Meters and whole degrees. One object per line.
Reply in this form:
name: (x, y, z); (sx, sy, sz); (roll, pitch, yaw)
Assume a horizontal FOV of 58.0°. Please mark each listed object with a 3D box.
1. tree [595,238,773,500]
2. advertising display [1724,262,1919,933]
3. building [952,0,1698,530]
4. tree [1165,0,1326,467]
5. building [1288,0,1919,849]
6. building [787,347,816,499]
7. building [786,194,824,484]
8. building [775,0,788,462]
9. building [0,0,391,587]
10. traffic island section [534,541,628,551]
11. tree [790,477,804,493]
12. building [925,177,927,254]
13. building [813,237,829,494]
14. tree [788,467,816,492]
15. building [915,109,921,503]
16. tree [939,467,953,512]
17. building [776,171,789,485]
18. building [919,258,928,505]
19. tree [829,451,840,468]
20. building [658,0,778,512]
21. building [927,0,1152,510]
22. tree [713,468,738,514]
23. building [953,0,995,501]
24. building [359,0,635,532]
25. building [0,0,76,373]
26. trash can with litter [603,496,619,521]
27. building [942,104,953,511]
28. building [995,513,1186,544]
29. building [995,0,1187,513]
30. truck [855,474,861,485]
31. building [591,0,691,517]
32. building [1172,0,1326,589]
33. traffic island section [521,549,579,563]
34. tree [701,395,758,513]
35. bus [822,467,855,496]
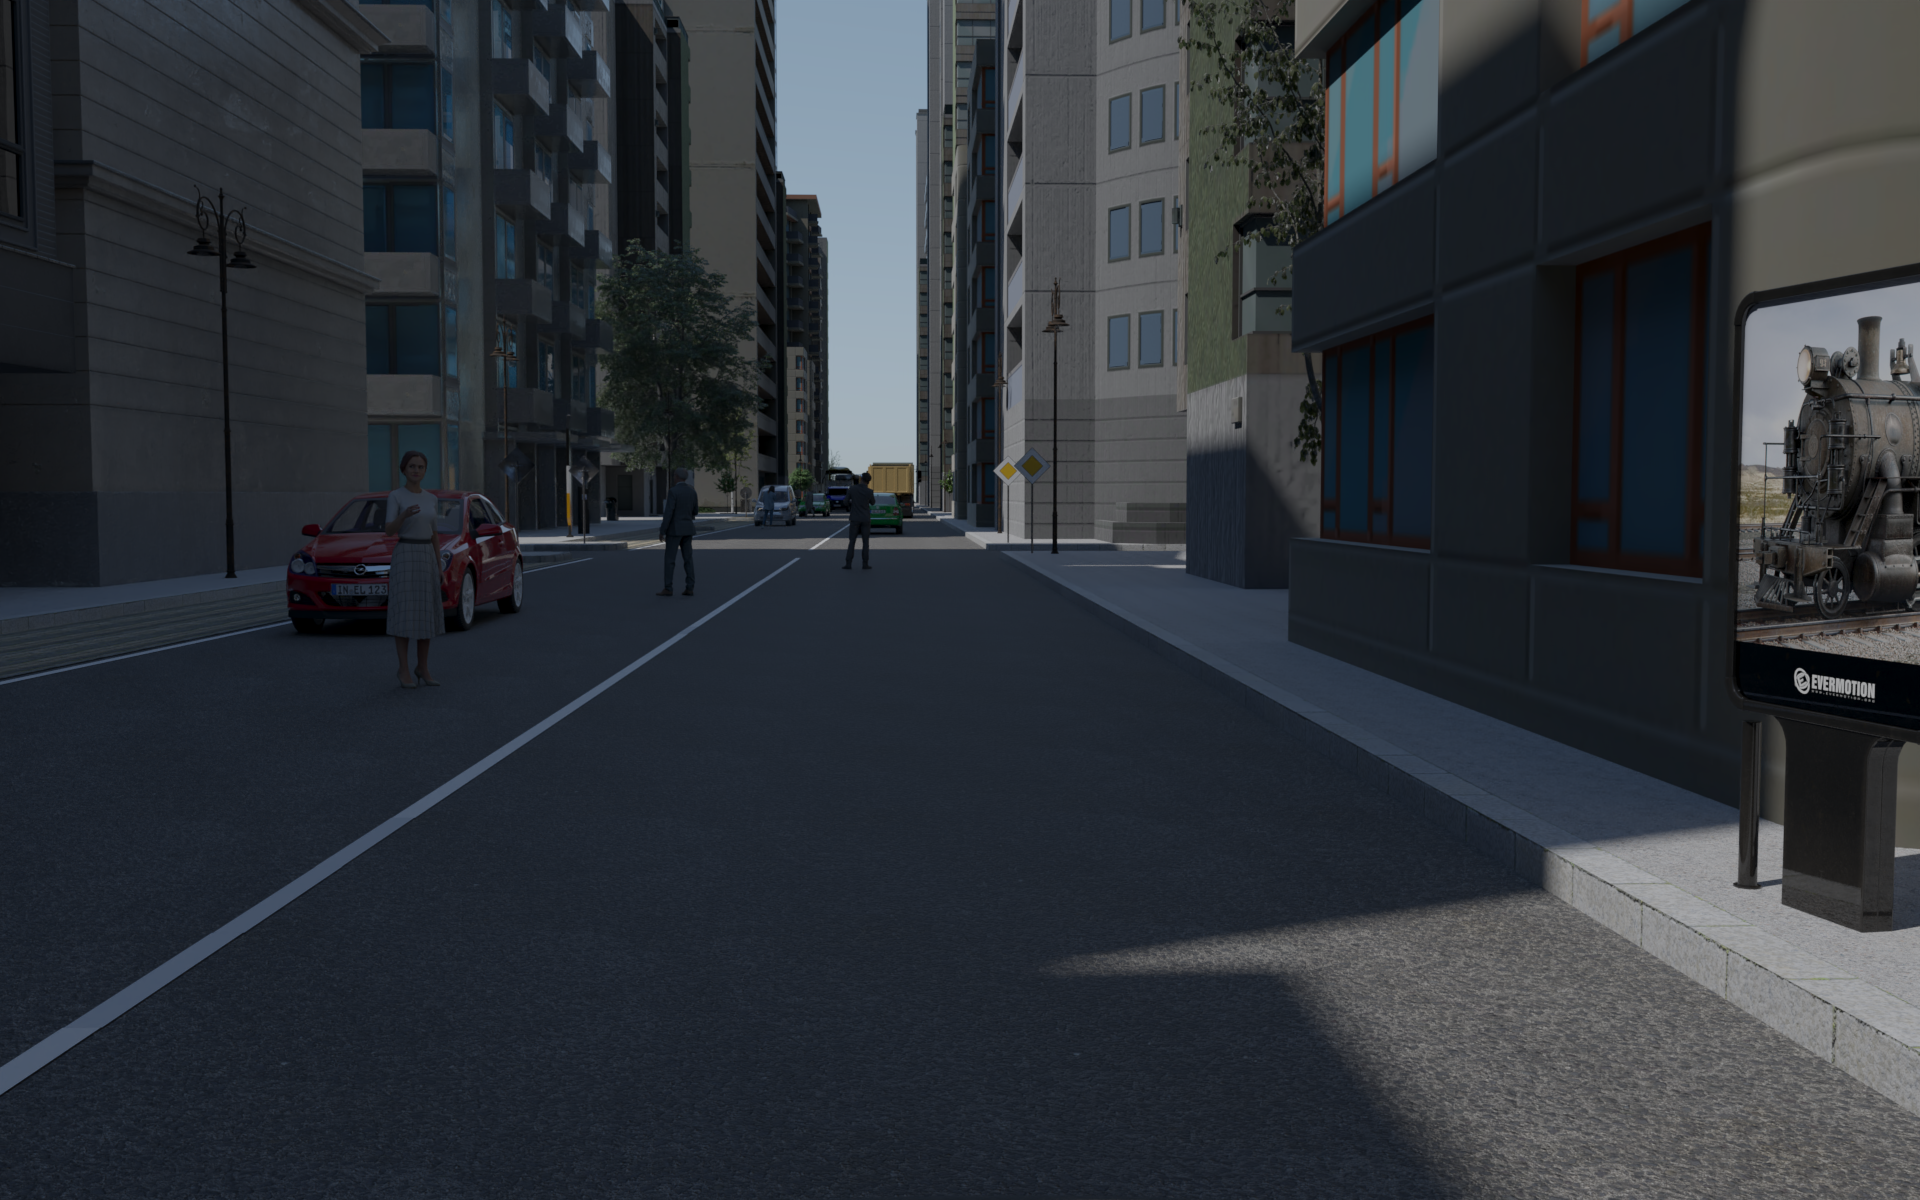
tree: (-14.358, -11.010, 86.664); (9.857, 13.997, 8.962); (0, 3, 0)
advertising display: (2.650, 0.002, 5.186); (0.123, 1.923, 0.974); (-1, 4, -11)
building: (13.902, -14.433, 81.023); (27.650, 21.520, 28.899); (0, 4, -2)
tree: (3.981, -4.103, 17.442); (4.360, 8.622, 3.978); (0, 3, 0)
building: (17.216, -9.513, 0.570); (27.650, 21.520, 28.899); (0, 4, -2)
building: (-32.707, -22.791, 217.672); (27.650, 21.520, 28.899); (0, 4, -2)
building: (-30.834, -36.163, 245.881); (22.147, 44.769, 28.867); (0, 4, -2)
building: (-27.929, -52.391, 169.258); (22.319, 86.520, 31.000); (0, 4, -2)
building: (-23.203, -14.784, 29.102); (23.554, 28.519, 14.401); (0, 4, -2)
traffic island section: (-9.799, -1.396, 45.101); (2.009, 0.180, 2.903); (0, 4, -2)
tree: (-17.979, -12.020, 191.123); (1.663, 3.219, 1.824); (0, 3, 0)
building: (6.449, -37.686, 235.769); (23.786, 49.044, 30.456); (0, 4, -2)
building: (-27.595, -35.742, 267.982); (14.154, 41.232, 14.086); (0, 4, -2)
tree: (-17.831, -12.900, 194.625); (4.285, 4.588, 4.351); (0, 3, 0)
building: (3.776, -44.247, 265.444); (21.231, 58.520, 28.212); (0, 4, -2)
tree: (-0.598, -7.913, 123.975); (1.663, 3.219, 1.824); (0, 3, 0)
building: (-22.234, -23.030, 148.235); (14.160, 30.474, 14.107); (0, 4, -2)
building: (1.928, -26.993, 213.041); (14.160, 30.474, 14.107); (0, 4, -2)
tree: (-20.809, -20.144, 279.718); (4.360, 8.622, 3.978); (0, 3, 0)
building: (-25.180, -30.950, 129.742); (21.300, 48.544, 21.600); (0, 4, -2)
building: (7.065, -39.097, 181.240); (21.231, 58.520, 28.212); (0, 4, -2)
tree: (-15.299, -7.236, 112.908); (1.663, 3.219, 1.824); (0, 3, 0)
building: (6.496, -26.283, 113.316); (14.154, 41.232, 14.086); (0, 4, -2)
building: (-25.130, -27.063, 62.092); (23.786, 49.044, 30.456); (0, 4, -2)
building: (-17.757, -13.230, 9.818); (14.314, 27.812, 24.014); (0, 4, -2)
trash can with litter: (-16.707, -4.381, 83.013); (0.624, 1.170, 1.055); (0, 4, 2)
building: (5.571, -22.037, 132.002); (14.160, 30.474, 14.107); (0, 4, -2)
building: (15.655, -31.222, 52.487); (28.212, 58.520, 21.231); (0, 4, -2)
building: (8.728, -37.333, 152.397); (21.231, 58.520, 28.212); (0, 4, -2)
truck: (-11.067, -10.766, 171.941); (3.469, 3.379, 9.791); (0, 4, -2)
building: (-23.270, -20.062, 99.715); (14.160, 30.474, 14.107); (0, 4, -2)
building: (10.599, -15.769, 29.520); (14.160, 30.474, 14.107); (0, 4, -2)
traffic island section: (-9.502, -0.908, 37.122); (2.009, 0.180, 2.903); (0, 4, -2)
tree: (-15.381, -10.158, 116.447); (4.737, 8.622, 4.395); (0, 3, 0)
bus: (-10.958, -10.212, 158.511); (2.896, 3.916, 12.252); (0, 4, -2)
